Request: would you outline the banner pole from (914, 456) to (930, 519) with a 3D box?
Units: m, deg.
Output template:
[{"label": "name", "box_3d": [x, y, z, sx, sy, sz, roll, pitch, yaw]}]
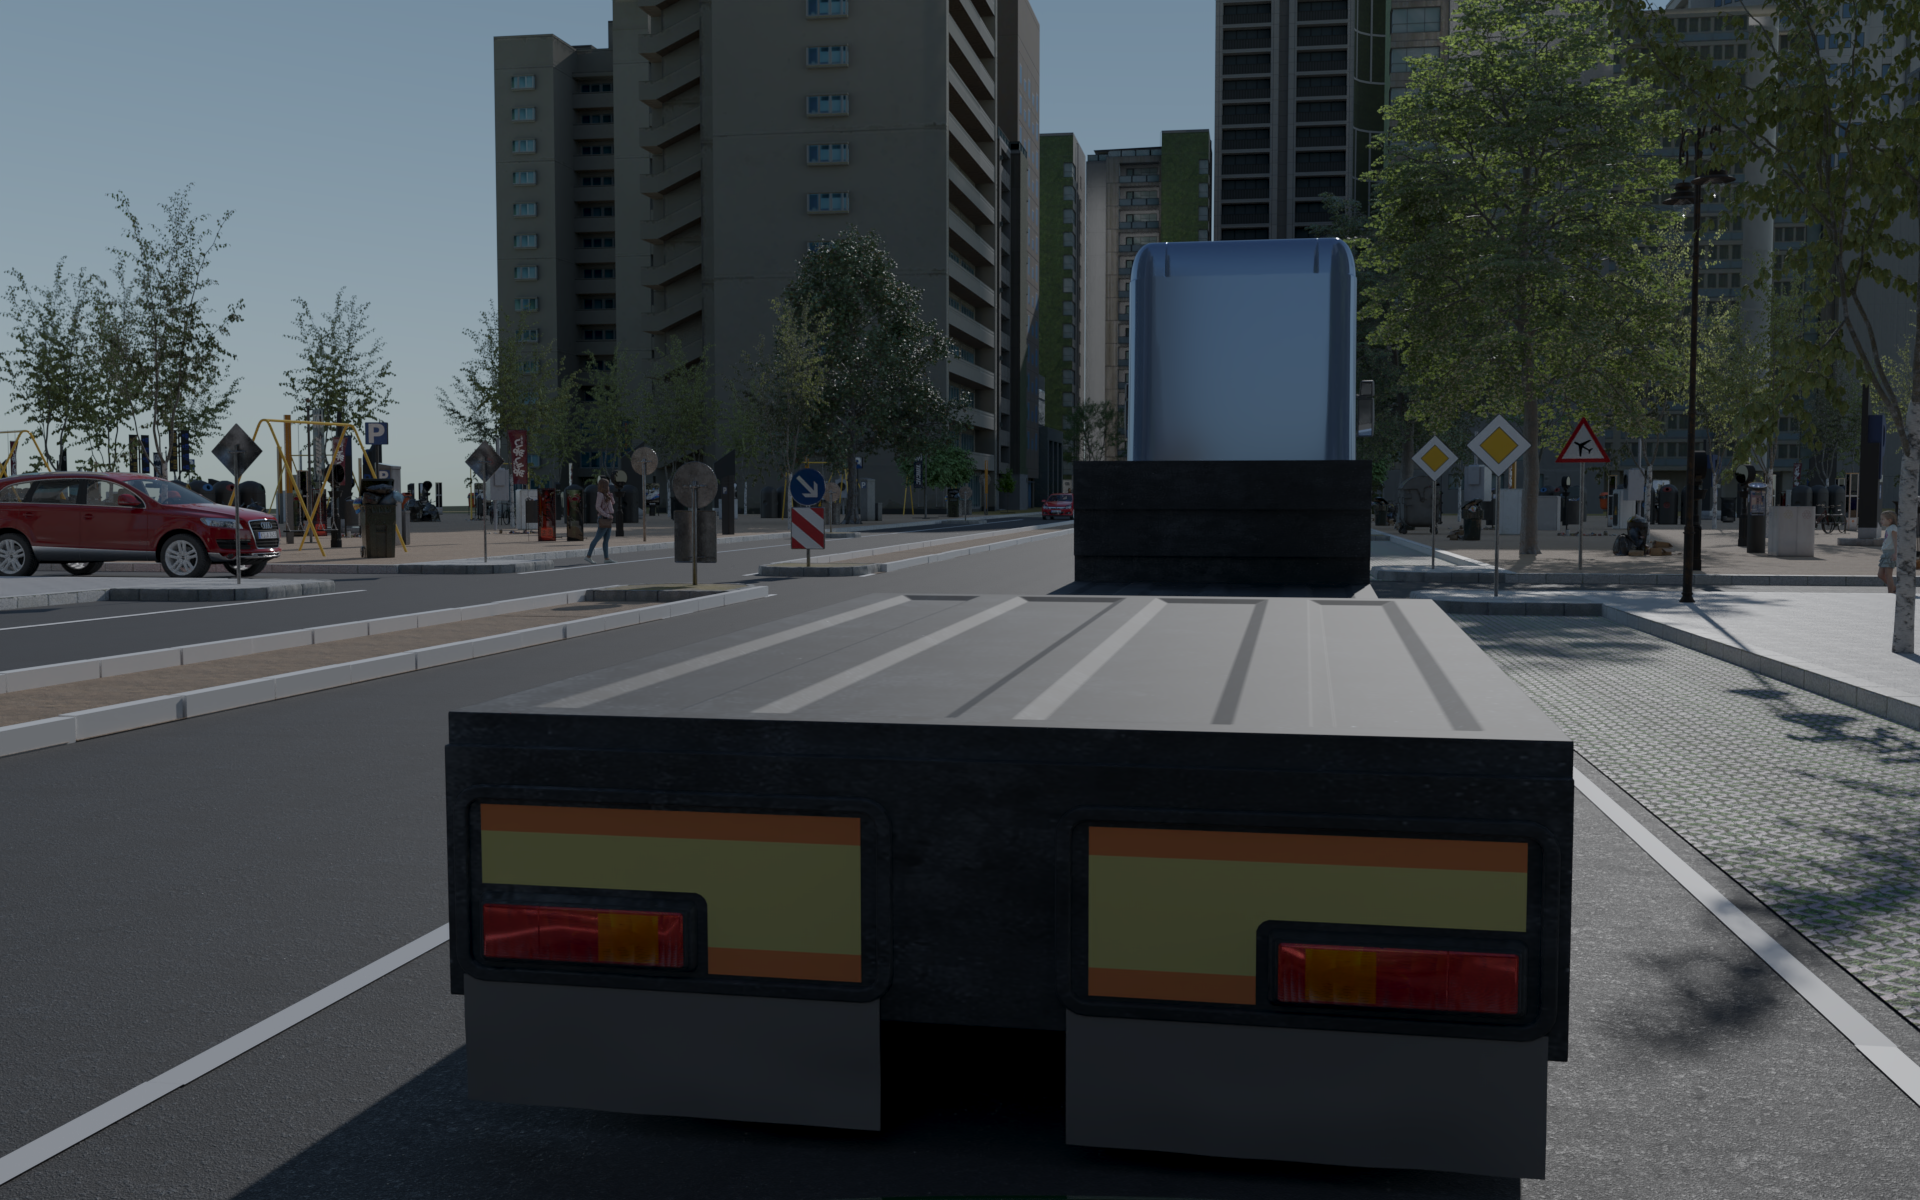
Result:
[{"label": "banner pole", "box_3d": [-1.980, -6.056, 89.032, 0.863, 3.779, 0.401, 0, 4, -2]}]

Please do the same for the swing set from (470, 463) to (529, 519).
[{"label": "swing set", "box_3d": [-23.379, -5.500, 87.548, 3.119, 2.851, 2.862, -1, 4, -15]}]

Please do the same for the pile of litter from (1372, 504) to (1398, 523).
[{"label": "pile of litter", "box_3d": [19.237, -3.954, 78.613, 1.719, 0.858, 1.176, -2, 4, -32]}]

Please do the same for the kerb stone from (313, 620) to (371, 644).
[{"label": "kerb stone", "box_3d": [-6.104, 0.321, 16.949, 0.120, 0.150, 1.000, 1, 4, 10]}]

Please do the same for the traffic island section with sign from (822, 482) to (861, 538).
[{"label": "traffic island section with sign", "box_3d": [-4.337, -2.969, 57.167, 1.989, 1.847, 2.006, 1, 4, 10]}]

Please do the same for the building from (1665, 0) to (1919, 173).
[{"label": "building", "box_3d": [92.459, -39.521, 188.165, 28.212, 58.520, 21.231, 1, 4, 10]}]

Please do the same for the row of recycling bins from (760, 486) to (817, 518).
[{"label": "row of recycling bins", "box_3d": [-9.105, -5.233, 92.672, 3.534, 1.692, 1.069, -3, 5, -43]}]

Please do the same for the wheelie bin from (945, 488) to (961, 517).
[{"label": "wheelie bin", "box_3d": [-0.342, -5.331, 95.075, 0.980, 1.594, 0.693, 0, 4, -2]}]

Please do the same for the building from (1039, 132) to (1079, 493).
[{"label": "building", "box_3d": [6.916, -31.584, 199.993, 14.086, 41.232, 14.154, 1, 4, 10]}]

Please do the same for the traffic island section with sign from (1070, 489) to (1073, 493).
[{"label": "traffic island section with sign", "box_3d": [8.755, -7.611, 133.061, 1.989, 1.847, 2.006, 1, 4, 10]}]

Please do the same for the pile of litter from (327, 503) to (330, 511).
[{"label": "pile of litter", "box_3d": [-36.519, -5.315, 100.860, 1.719, 0.858, 1.176, -2, 4, -30]}]

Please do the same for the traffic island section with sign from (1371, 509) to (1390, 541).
[{"label": "traffic island section with sign", "box_3d": [12.308, -2.766, 53.846, 1.989, 1.847, 2.006, 1, 4, 10]}]

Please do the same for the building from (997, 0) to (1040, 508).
[{"label": "building", "box_3d": [-0.851, -30.621, 150.756, 14.600, 45.320, 14.200, 1, 4, 10]}]

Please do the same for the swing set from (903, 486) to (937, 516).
[{"label": "swing set", "box_3d": [-1.862, -6.546, 104.651, 3.119, 2.851, 2.862, 1, 4, 10]}]

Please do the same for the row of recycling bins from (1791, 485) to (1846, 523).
[{"label": "row of recycling bins", "box_3d": [39.167, -4.359, 78.379, 3.534, 1.692, 1.069, -1, 4, -20]}]

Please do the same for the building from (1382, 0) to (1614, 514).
[{"label": "building", "box_3d": [36.060, -26.609, 118.657, 14.154, 41.232, 14.086, 1, 4, 10]}]

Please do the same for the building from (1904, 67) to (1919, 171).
[{"label": "building", "box_3d": [95.574, -29.002, 157.780, 14.086, 41.232, 14.154, 1, 4, 10]}]

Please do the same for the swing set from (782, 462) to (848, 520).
[{"label": "swing set", "box_3d": [-7.147, -5.325, 84.682, 3.119, 2.851, 2.862, -1, 4, -17]}]

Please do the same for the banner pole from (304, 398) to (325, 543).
[{"label": "banner pole", "box_3d": [-16.754, -3.363, 45.005, 0.863, 3.779, 0.401, 2, 4, 32]}]

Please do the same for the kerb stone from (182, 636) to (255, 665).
[{"label": "kerb stone", "box_3d": [-6.446, 0.444, 14.932, 0.120, 0.150, 1.000, 1, 4, 10]}]

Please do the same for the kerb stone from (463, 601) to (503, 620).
[{"label": "kerb stone", "box_3d": [-5.576, 0.143, 19.969, 0.120, 0.150, 1.000, 1, 4, 10]}]

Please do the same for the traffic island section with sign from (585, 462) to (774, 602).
[{"label": "traffic island section with sign", "box_3d": [-3.839, -0.958, 23.802, 2.006, 1.907, 1.989, 1, 4, 10]}]

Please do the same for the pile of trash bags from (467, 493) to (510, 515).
[{"label": "pile of trash bags", "box_3d": [-28.670, -5.825, 104.987, 3.447, 1.369, 1.912, 2, 4, 35]}]

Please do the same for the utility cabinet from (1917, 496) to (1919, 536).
[{"label": "utility cabinet", "box_3d": [29.177, -2.525, 52.450, 1.020, 1.237, 0.306, 2, 4, 33]}]

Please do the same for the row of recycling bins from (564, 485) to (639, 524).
[{"label": "row of recycling bins", "box_3d": [-15.680, -4.211, 75.969, 3.534, 1.692, 1.069, -3, 5, -42]}]

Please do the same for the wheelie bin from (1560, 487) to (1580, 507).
[{"label": "wheelie bin", "box_3d": [27.340, -4.258, 77.527, 0.980, 1.594, 0.693, 0, 4, 3]}]

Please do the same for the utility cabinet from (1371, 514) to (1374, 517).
[{"label": "utility cabinet", "box_3d": [22.576, -5.332, 95.864, 0.318, 1.500, 1.173, 0, 4, -4]}]

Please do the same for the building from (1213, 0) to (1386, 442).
[{"label": "building", "box_3d": [39.497, -46.405, 196.971, 20.611, 71.187, 20.563, 1, 4, 10]}]

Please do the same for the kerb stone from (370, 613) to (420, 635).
[{"label": "kerb stone", "box_3d": [-5.924, 0.259, 17.955, 0.120, 0.150, 1.000, 1, 4, 10]}]

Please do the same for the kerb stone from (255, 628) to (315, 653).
[{"label": "kerb stone", "box_3d": [-6.285, 0.386, 15.942, 0.120, 0.150, 1.000, 1, 4, 10]}]

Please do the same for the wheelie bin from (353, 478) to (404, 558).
[{"label": "wheelie bin", "box_3d": [-11.692, -1.651, 34.910, 0.980, 1.594, 0.693, -2, 4, -29]}]

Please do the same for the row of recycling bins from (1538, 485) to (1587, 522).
[{"label": "row of recycling bins", "box_3d": [27.956, -4.545, 81.425, 1.069, 1.692, 3.534, -2, 4, -31]}]

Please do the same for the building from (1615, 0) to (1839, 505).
[{"label": "building", "box_3d": [47.685, -27.162, 135.972, 32.217, 40.220, 23.993, 1, 4, 10]}]

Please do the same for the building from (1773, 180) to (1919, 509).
[{"label": "building", "box_3d": [81.488, -23.720, 159.525, 14.107, 30.474, 14.160, 1, 4, 10]}]

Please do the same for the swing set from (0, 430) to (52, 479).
[{"label": "swing set", "box_3d": [-23.685, -2.776, 43.007, 3.119, 2.851, 2.862, 3, 5, 41]}]

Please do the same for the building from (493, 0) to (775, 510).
[{"label": "building", "box_3d": [-32.548, -33.743, 175.397, 21.600, 48.544, 21.300, 1, 4, 10]}]

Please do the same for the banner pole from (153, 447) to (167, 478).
[{"label": "banner pole", "box_3d": [-42.053, -6.193, 91.274, 0.863, 3.779, 0.401, -2, 4, -30]}]

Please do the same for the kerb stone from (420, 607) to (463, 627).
[{"label": "kerb stone", "box_3d": [-5.749, 0.198, 18.962, 0.120, 0.150, 1.000, 1, 4, 10]}]

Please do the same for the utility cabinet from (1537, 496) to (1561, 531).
[{"label": "utility cabinet", "box_3d": [20.650, -3.056, 61.134, 1.020, 1.237, 0.306, 3, 5, 43]}]

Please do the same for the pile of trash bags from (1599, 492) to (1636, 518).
[{"label": "pile of trash bags", "box_3d": [36.388, -5.159, 94.107, 3.447, 1.369, 1.912, 0, 4, -7]}]

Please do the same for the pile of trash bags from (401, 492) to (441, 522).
[{"label": "pile of trash bags", "box_3d": [-25.637, -4.259, 79.379, 1.912, 1.369, 3.447, 2, 4, 32]}]

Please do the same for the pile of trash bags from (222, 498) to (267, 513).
[{"label": "pile of trash bags", "box_3d": [-39.355, -5.247, 95.536, 1.912, 1.369, 3.447, -1, 4, -12]}]

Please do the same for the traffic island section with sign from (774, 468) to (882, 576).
[{"label": "traffic island section with sign", "box_3d": [-2.569, -1.404, 31.100, 2.006, 1.907, 1.989, 1, 4, 10]}]

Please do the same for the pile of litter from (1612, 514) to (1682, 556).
[{"label": "pile of litter", "box_3d": [14.457, -1.370, 36.369, 1.719, 0.858, 1.176, -1, 4, -15]}]

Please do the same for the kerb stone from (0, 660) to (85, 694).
[{"label": "kerb stone", "box_3d": [-6.802, 0.568, 12.917, 0.120, 0.150, 1.000, 1, 4, 10]}]

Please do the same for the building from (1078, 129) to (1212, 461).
[{"label": "building", "box_3d": [21.611, -31.473, 198.175, 14.086, 41.232, 14.154, 1, 4, 10]}]

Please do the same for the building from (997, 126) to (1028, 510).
[{"label": "building", "box_3d": [-2.477, -22.343, 137.002, 14.160, 30.474, 14.107, 1, 4, 10]}]

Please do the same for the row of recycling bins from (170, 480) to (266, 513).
[{"label": "row of recycling bins", "box_3d": [-22.452, -2.748, 52.044, 1.069, 1.692, 3.534, 2, 4, 27]}]

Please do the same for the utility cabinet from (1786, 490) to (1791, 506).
[{"label": "utility cabinet", "box_3d": [44.950, -5.164, 93.117, 1.173, 1.500, 0.318, -2, 4, -24]}]

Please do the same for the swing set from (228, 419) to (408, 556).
[{"label": "swing set", "box_3d": [-14.035, -2.419, 37.176, 2.862, 2.851, 3.119, 1, 4, 17]}]

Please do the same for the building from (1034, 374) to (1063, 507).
[{"label": "building", "box_3d": [-6.522, -52.344, 168.503, 31.000, 86.520, 22.319, 1, 4, 10]}]

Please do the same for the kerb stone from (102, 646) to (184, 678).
[{"label": "kerb stone", "box_3d": [-6.626, 0.508, 13.926, 0.120, 0.150, 1.000, 1, 4, 10]}]

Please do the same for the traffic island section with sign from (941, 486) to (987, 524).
[{"label": "traffic island section with sign", "box_3d": [0.245, -4.593, 83.731, 1.989, 1.847, 2.006, 1, 4, 10]}]

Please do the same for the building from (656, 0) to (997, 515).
[{"label": "building", "box_3d": [-9.555, -30.298, 119.078, 21.300, 48.544, 21.600, 1, 4, 10]}]

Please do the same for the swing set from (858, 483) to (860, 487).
[{"label": "swing set", "box_3d": [-7.178, -6.707, 107.285, 2.862, 2.851, 3.119, 1, 4, 15]}]

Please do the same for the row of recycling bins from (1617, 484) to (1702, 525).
[{"label": "row of recycling bins", "box_3d": [29.290, -4.023, 72.888, 3.534, 1.692, 1.069, 1, 4, 21]}]

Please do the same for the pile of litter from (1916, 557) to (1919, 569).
[{"label": "pile of litter", "box_3d": [16.641, -0.958, 29.629, 1.176, 0.858, 1.719, 2, 4, 33]}]

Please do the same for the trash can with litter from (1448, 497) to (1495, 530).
[{"label": "trash can with litter", "box_3d": [18.848, -3.173, 62.941, 1.678, 1.210, 2.233, -3, 5, -42]}]

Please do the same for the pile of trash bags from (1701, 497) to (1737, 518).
[{"label": "pile of trash bags", "box_3d": [41.963, -5.231, 95.272, 3.447, 1.369, 1.912, -1, 4, -20]}]
